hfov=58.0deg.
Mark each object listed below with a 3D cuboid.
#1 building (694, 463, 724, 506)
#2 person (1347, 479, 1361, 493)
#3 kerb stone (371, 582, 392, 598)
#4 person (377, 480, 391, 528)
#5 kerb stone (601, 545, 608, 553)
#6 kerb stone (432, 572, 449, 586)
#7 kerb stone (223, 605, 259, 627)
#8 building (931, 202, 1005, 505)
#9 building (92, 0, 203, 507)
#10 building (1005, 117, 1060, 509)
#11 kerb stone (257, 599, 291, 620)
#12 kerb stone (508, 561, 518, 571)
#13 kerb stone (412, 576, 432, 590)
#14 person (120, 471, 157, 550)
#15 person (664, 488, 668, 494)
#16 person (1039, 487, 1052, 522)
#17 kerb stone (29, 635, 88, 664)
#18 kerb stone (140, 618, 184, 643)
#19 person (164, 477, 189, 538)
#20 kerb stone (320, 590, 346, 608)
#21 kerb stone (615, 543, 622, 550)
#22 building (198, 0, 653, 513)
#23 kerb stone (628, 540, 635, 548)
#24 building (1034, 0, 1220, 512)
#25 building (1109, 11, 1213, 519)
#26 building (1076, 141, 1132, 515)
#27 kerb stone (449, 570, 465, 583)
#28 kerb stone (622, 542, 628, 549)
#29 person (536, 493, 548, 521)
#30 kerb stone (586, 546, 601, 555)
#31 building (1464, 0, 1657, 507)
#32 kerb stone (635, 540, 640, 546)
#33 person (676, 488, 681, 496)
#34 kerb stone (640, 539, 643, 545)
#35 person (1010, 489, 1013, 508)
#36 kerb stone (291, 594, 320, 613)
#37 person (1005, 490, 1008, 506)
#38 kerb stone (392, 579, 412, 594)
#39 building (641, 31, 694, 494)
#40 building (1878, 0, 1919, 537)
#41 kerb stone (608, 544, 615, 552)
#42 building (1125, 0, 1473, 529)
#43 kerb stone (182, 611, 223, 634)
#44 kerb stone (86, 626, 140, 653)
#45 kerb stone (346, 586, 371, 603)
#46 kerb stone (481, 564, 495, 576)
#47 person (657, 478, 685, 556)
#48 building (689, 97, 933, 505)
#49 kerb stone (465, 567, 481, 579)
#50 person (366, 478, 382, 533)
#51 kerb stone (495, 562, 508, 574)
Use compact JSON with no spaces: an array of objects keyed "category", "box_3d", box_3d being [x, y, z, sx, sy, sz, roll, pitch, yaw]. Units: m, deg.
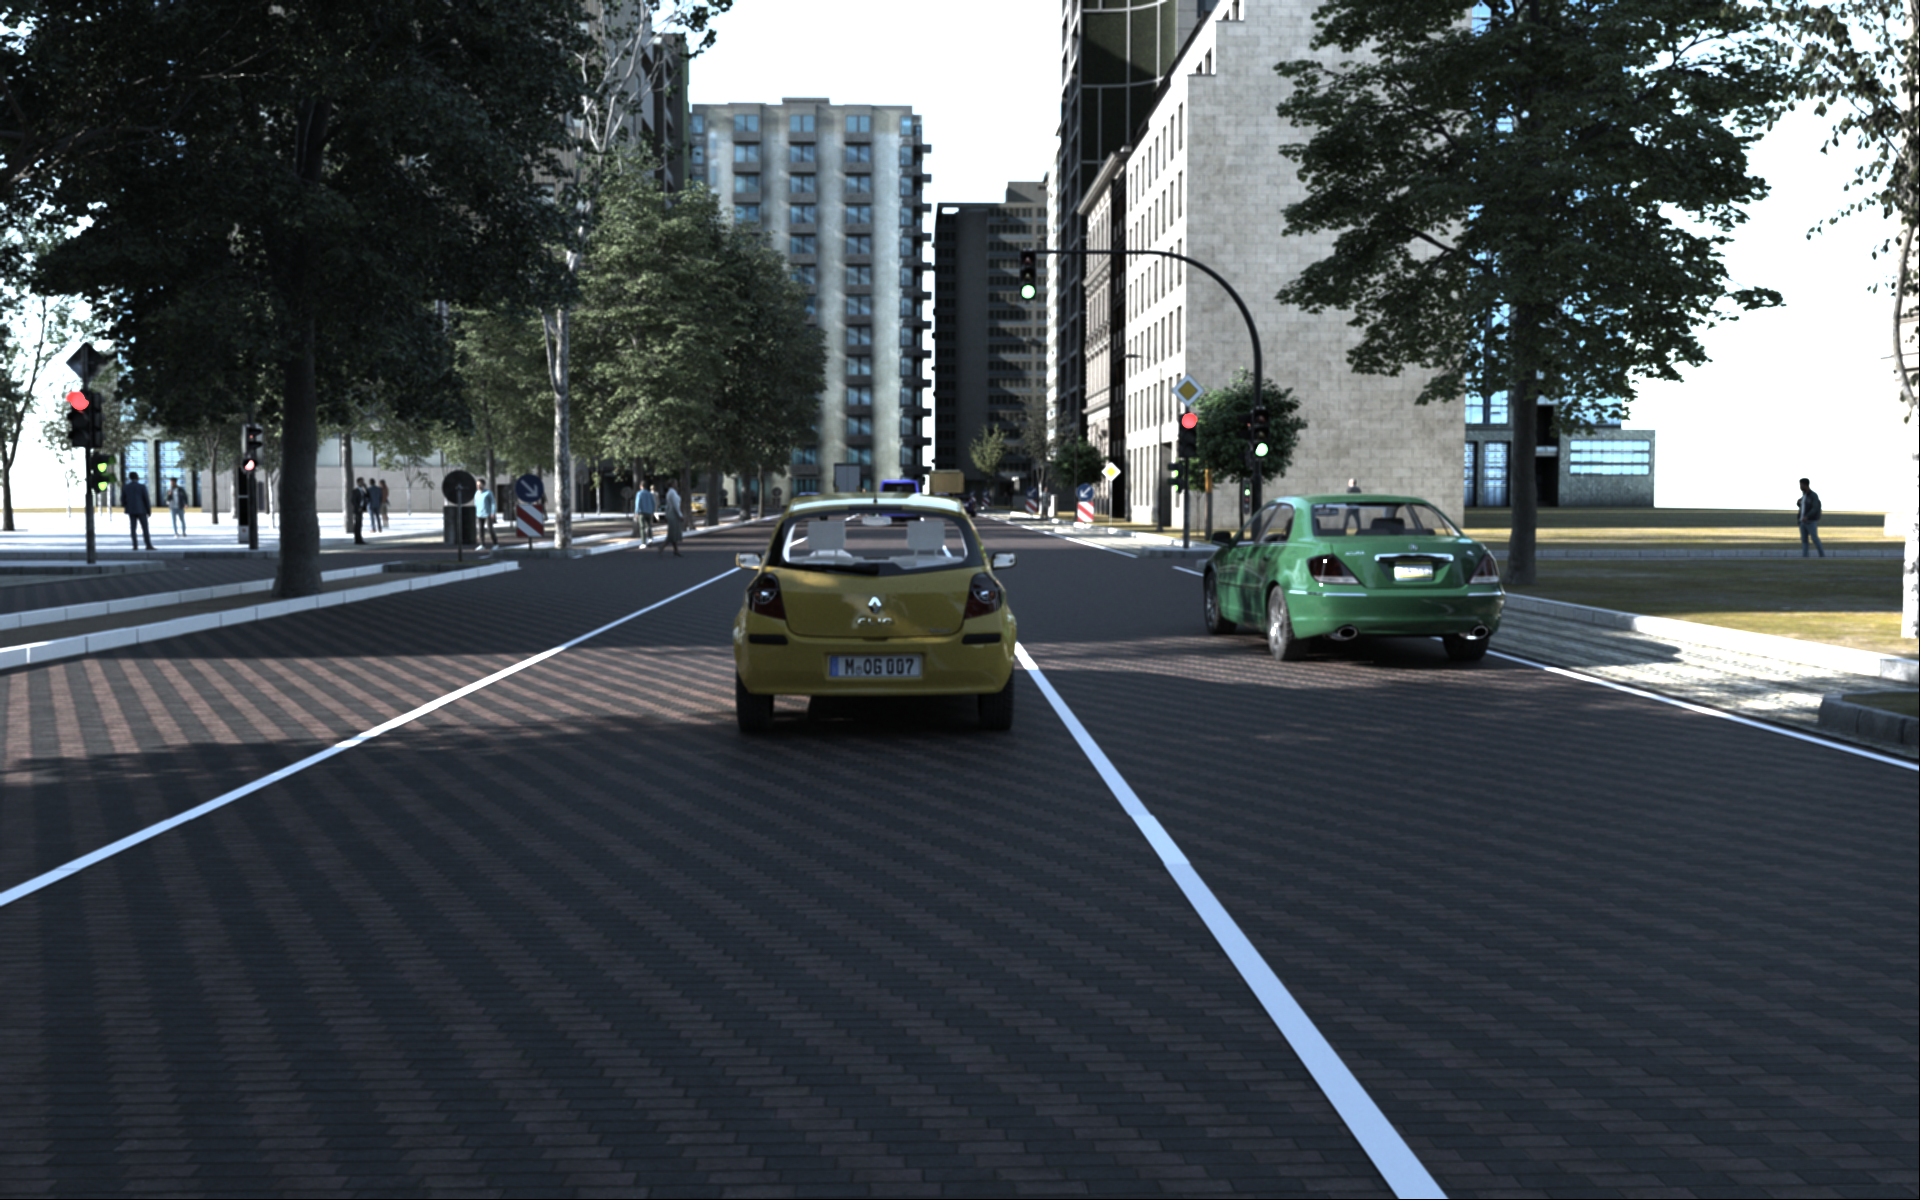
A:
[{"category":"building","box_3d":[-39.903,-20.185,175.067,28.899,21.520,27.650,0,4,-2]},{"category":"person","box_3d":[12.609,-3.022,55.851,0.661,1.777,0.834,-3,4,-38]},{"category":"kerb stone","box_3d":[-8.203,-0.122,24.284,0.120,0.150,1.000,0,4,-2]},{"category":"person","box_3d":[-21.711,-3.619,65.185,0.573,1.828,0.580,-2,4,-29]},{"category":"kerb stone","box_3d":[-8.785,-1.223,42.236,0.120,0.150,1.000,0,4,-2]},{"category":"kerb stone","box_3d":[-8.297,-0.310,27.356,0.120,0.150,1.000,0,4,-2]},{"category":"kerb stone","box_3d":[-8.036,0.191,19.160,0.120,0.150,1.000,0,4,-2]},{"category":"building","box_3d":[8.452,-32.151,217.551,23.993,40.220,32.217,0,4,-2]},{"category":"building","box_3d":[-70.900,-52.703,174.372,31.000,86.520,22.319,0,4,-2]},{"category":"building","box_3d":[21.698,-29.735,178.043,32.217,40.220,23.993,0,4,-2]},{"category":"kerb stone","box_3d":[-8.065,0.123,20.186,0.120,0.150,1.000,0,4,-2]},{"category":"kerb stone","box_3d":[-8.463,-0.630,32.488,0.120,0.150,1.000,0,4,-2]},{"category":"kerb stone","box_3d":[-8.264,-0.253,26.334,0.120,0.150,1.000,0,4,-2]},{"category":"person","box_3d":[-18.799,-2.042,39.605,0.721,1.800,0.419,-1,4,-18]},{"category":"person","box_3d":[-21.868,-7.422,128.105,0.721,1.735,1.217,0,4,-5]},{"category":"person","box_3d":[4.393,-4.916,88.971,0.635,1.810,0.391,0,4,2]},{"category":"kerb stone","box_3d":[-7.904,0.438,15.067,0.120,0.150,1.000,0,4,-2]},{"category":"kerb stone","box_3d":[-7.962,0.315,17.117,0.120,0.150,1.000,0,4,-2]},{"category":"person","box_3d":[-23.100,-2.733,51.068,0.623,1.781,0.721,-2,4,-31]},{"category":"kerb stone","box_3d":[-8.135,-0.003,22.239,0.120,0.150,1.000,0,4,-2]},{"category":"kerb stone","box_3d":[-8.854,-1.351,44.282,0.120,0.150,1.000,0,4,-2]},{"category":"building","box_3d":[-37.512,-32.924,127.551,28.713,52.752,27.495,0,4,-2]},{"category":"kerb stone","box_3d":[-8.914,-1.475,46.334,0.120,0.150,1.000,0,4,-2]},{"category":"building","box_3d":[16.458,-42.314,130.081,20.563,71.187,20.611,0,4,-2]},{"category":"building","box_3d":[14.693,-15.800,88.004,12.332,23.373,15.834,0,4,-2]},{"category":"building","box_3d":[13.550,-16.939,105.828,11.050,23.489,19.941,0,4,-2]},{"category":"kerb stone","box_3d":[-8.338,-0.378,28.382,0.120,0.150,1.000,0,4,-2]},{"category":"kerb stone","box_3d":[-8.887,-1.413,45.304,0.120,0.150,1.000,0,4,-2]},{"category":"person","box_3d":[-19.556,-4.575,80.616,0.755,1.850,0.659,-1,4,-14]},{"category":"kerb stone","box_3d":[-8.755,-1.162,41.211,0.120,0.150,1.000,0,4,-2]},{"category":"building","box_3d":[54.461,-52.965,178.657,31.000,86.520,22.319,0,4,-2]},{"category":"kerb stone","box_3d":[-8.951,-1.539,47.358,0.120,0.150,1.000,0,4,-2]},{"category":"person","box_3d":[-15.578,-5.305,95.580,0.623,1.781,0.721,-3,4,-37]},{"category":"kerb stone","box_3d":[-8.982,-1.598,48.380,0.120,0.150,1.000,0,4,-2]},{"category":"person","box_3d":[4.543,-9.158,156.292,0.721,1.766,1.217,0,4,2]},{"category":"kerb stone","box_3d":[-8.108,0.060,21.218,0.120,0.150,1.000,0,4,-2]},{"category":"person","box_3d":[5.204,-11.376,192.743,0.721,1.736,1.217,1,4,16]},{"category":"kerb stone","box_3d":[-8.246,-0.190,25.305,0.120,0.150,1.000,0,4,-2]},{"category":"building","box_3d":[-30.958,-28.458,148.877,14.154,41.232,14.086,0,4,-2]},{"category":"building","box_3d":[29.519,-12.023,47.482,40.483,20.767,10.553,0,4,-2]},{"category":"kerb stone","box_3d":[-8.822,-1.288,43.261,0.120,0.150,1.000,0,4,-2]},{"category":"building","box_3d":[13.117,-13.259,71.529,10.420,20.320,16.860,0,4,-2]},{"category":"kerb stone","box_3d":[-8.006,0.248,18.138,0.120,0.150,1.000,0,4,-2]},{"category":"kerb stone","box_3d":[-7.932,0.373,16.093,0.120,0.150,1.000,0,4,-2]},{"category":"kerb stone","box_3d":[-8.164,-0.065,23.262,0.120,0.150,1.000,0,4,-2]},{"category":"kerb stone","box_3d":[-8.396,-0.504,30.438,0.120,0.150,1.000,0,4,-2]},{"category":"person","box_3d":[-6.627,-1.892,39.664,0.641,1.798,0.478,-1,4,-12]},{"category":"building","box_3d":[-18.675,-36.209,211.633,30.456,49.044,23.786,0,4,-2]},{"category":"kerb stone","box_3d":[-8.368,-0.438,29.416,0.120,0.150,1.000,0,4,-2]},{"category":"person","box_3d":[-19.496,-3.146,57.668,0.419,1.800,0.721,3,4,36]},{"category":"kerb stone","box_3d":[-8.436,-0.564,31.464,0.120,0.150,1.000,0,4,-2]}]
